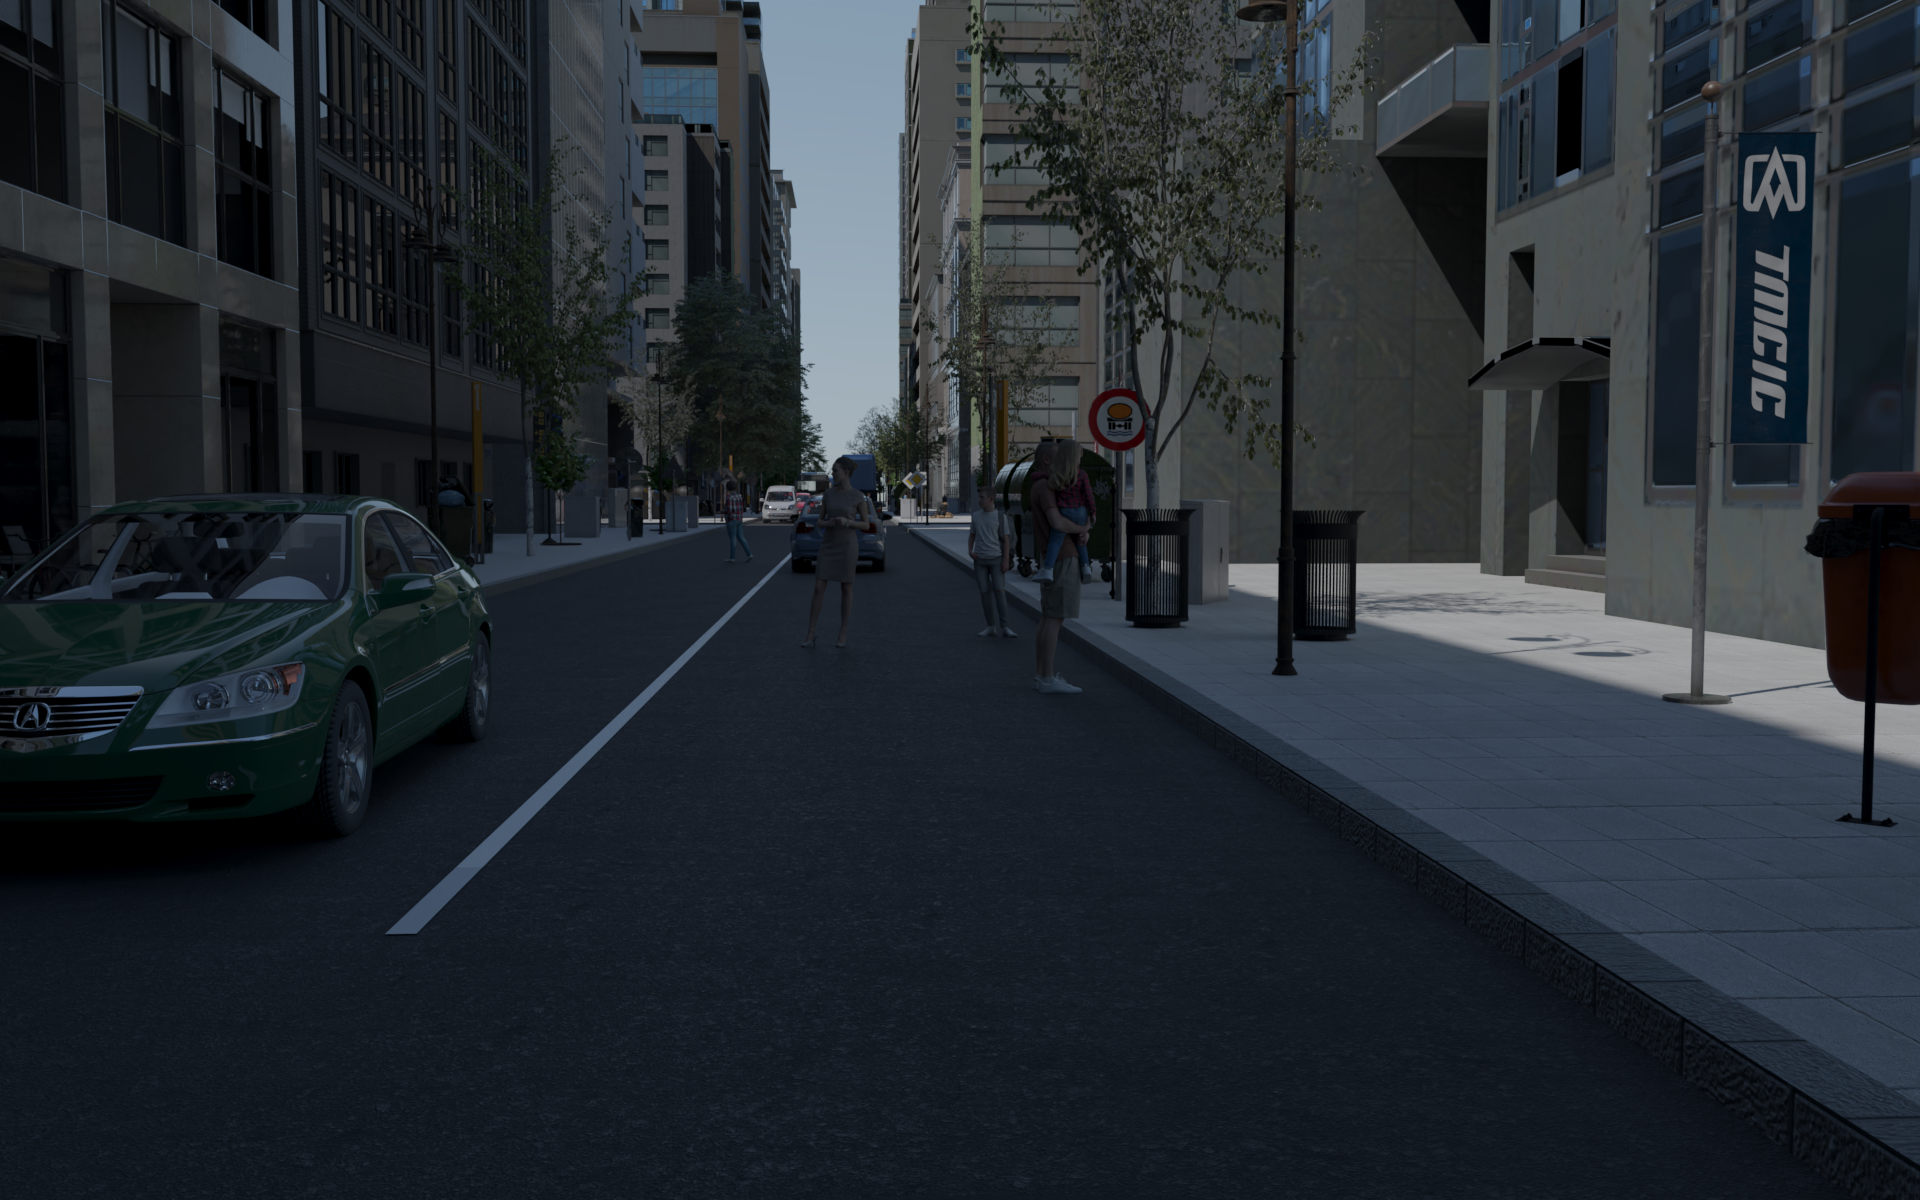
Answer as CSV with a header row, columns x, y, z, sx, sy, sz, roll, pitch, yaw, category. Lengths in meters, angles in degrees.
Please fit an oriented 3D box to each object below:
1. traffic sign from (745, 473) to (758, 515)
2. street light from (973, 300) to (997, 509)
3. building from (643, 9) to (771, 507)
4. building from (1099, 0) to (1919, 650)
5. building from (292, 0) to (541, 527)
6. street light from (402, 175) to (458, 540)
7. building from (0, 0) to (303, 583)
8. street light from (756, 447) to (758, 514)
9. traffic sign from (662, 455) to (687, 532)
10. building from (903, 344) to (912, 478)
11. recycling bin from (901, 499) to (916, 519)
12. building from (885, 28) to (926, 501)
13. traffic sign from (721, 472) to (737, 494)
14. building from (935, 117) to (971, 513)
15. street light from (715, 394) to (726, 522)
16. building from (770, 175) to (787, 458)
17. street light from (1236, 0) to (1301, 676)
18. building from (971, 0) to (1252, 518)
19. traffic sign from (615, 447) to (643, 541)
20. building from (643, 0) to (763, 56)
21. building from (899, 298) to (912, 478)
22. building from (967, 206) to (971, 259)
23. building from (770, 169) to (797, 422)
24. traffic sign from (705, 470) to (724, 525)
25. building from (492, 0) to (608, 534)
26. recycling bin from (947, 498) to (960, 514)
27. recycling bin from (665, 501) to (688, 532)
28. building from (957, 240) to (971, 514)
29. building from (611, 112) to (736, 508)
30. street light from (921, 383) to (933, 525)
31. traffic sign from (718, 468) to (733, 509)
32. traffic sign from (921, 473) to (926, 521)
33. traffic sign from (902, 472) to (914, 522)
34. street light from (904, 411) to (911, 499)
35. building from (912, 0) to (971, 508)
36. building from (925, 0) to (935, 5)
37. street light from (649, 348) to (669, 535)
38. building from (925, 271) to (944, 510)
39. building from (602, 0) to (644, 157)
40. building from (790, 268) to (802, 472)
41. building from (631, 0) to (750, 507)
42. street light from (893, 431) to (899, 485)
x,y,z,sx,sy,sz,roll,pitch,yaw,category
-12.834,-6.517,106.661,0.768,2.556,0.104,0,4,0,traffic sign
0.587,-4.195,41.371,0.468,5.910,1.993,0,4,-4,street light
-30.659,-33.927,178.404,21.300,48.544,21.600,0,4,-4,building
15.461,-43.553,24.772,22.319,86.520,31.000,0,4,-4,building
-18.959,-15.063,39.782,14.314,27.812,24.014,0,4,-4,building
-7.775,-3.228,25.559,0.468,5.910,1.993,0,4,-4,street light
-19.522,-12.611,10.705,19.350,26.468,34.151,0,4,-4,building
-12.867,-8.377,109.751,0.468,5.910,1.993,0,4,-4,street light
-9.616,-3.557,58.166,0.884,2.594,0.081,0,4,4,traffic sign
7.187,-22.577,214.175,27.650,21.520,28.899,0,4,-4,building
-2.686,-4.758,90.349,0.722,1.027,0.722,0,4,6,recycling bin
-1.557,-60.228,297.406,22.319,86.520,31.000,0,4,-4,building
-10.542,-4.605,78.935,0.795,2.450,0.064,0,4,-4,traffic sign
5.446,-20.816,126.241,13.634,28.700,20.117,0,4,-4,building
-11.012,-6.552,79.918,0.468,5.910,1.993,0,4,-4,street light
-36.902,-38.810,254.152,23.786,49.044,30.456,0,4,-4,building
2.307,-2.406,12.128,0.468,5.910,1.993,0,4,-4,street light
7.286,-23.088,61.083,14.154,41.232,14.086,0,4,-4,building
-9.019,-2.880,47.195,0.768,2.556,0.104,0,4,1,traffic sign
-32.949,-54.485,203.497,22.319,86.520,31.000,0,4,-4,building
-2.010,-29.573,255.220,14.160,30.474,14.107,0,4,-4,building
12.749,-15.142,89.367,24.055,21.916,13.314,0,4,-4,building
-41.294,-42.424,282.871,28.713,52.752,27.495,0,4,-4,building
-10.050,-4.118,70.965,0.795,2.450,0.064,0,4,-4,traffic sign
-23.271,-14.818,60.305,19.932,24.808,12.078,0,4,-4,building
-0.418,-6.120,112.611,0.722,1.027,0.722,1,4,10,recycling bin
-9.615,-2.825,58.749,0.722,1.027,0.722,0,4,-6,recycling bin
5.654,-14.815,106.845,10.561,19.102,19.286,0,4,-4,building
-24.986,-22.210,134.831,14.160,30.474,14.107,0,4,-4,building
-1.348,-6.012,71.078,0.468,5.910,1.993,0,4,-4,street light
-11.424,-5.147,84.261,0.768,2.556,0.104,0,4,-2,traffic sign
-1.787,-4.821,80.949,0.606,2.300,0.079,0,4,0,traffic sign
-2.262,-4.635,79.423,0.795,2.450,0.064,0,4,-4,traffic sign
-2.855,-7.483,95.126,0.468,5.910,1.993,0,4,-4,street light
6.348,-33.256,167.438,21.300,48.544,21.600,0,4,-4,building
4.664,-45.841,187.749,20.563,71.187,20.611,0,4,-4,building
-9.491,-5.016,54.802,0.468,5.910,1.993,0,4,-4,street light
2.297,-18.124,145.476,9.793,20.994,18.267,0,4,-4,building
-32.508,-31.047,96.858,28.713,52.752,27.495,0,4,-4,building
-35.168,-37.985,304.651,14.154,41.232,14.086,0,4,-4,building
-26.831,-31.216,160.493,14.600,45.320,14.200,0,4,-4,building
-4.606,-9.274,124.415,0.468,5.910,1.993,0,4,-4,street light
